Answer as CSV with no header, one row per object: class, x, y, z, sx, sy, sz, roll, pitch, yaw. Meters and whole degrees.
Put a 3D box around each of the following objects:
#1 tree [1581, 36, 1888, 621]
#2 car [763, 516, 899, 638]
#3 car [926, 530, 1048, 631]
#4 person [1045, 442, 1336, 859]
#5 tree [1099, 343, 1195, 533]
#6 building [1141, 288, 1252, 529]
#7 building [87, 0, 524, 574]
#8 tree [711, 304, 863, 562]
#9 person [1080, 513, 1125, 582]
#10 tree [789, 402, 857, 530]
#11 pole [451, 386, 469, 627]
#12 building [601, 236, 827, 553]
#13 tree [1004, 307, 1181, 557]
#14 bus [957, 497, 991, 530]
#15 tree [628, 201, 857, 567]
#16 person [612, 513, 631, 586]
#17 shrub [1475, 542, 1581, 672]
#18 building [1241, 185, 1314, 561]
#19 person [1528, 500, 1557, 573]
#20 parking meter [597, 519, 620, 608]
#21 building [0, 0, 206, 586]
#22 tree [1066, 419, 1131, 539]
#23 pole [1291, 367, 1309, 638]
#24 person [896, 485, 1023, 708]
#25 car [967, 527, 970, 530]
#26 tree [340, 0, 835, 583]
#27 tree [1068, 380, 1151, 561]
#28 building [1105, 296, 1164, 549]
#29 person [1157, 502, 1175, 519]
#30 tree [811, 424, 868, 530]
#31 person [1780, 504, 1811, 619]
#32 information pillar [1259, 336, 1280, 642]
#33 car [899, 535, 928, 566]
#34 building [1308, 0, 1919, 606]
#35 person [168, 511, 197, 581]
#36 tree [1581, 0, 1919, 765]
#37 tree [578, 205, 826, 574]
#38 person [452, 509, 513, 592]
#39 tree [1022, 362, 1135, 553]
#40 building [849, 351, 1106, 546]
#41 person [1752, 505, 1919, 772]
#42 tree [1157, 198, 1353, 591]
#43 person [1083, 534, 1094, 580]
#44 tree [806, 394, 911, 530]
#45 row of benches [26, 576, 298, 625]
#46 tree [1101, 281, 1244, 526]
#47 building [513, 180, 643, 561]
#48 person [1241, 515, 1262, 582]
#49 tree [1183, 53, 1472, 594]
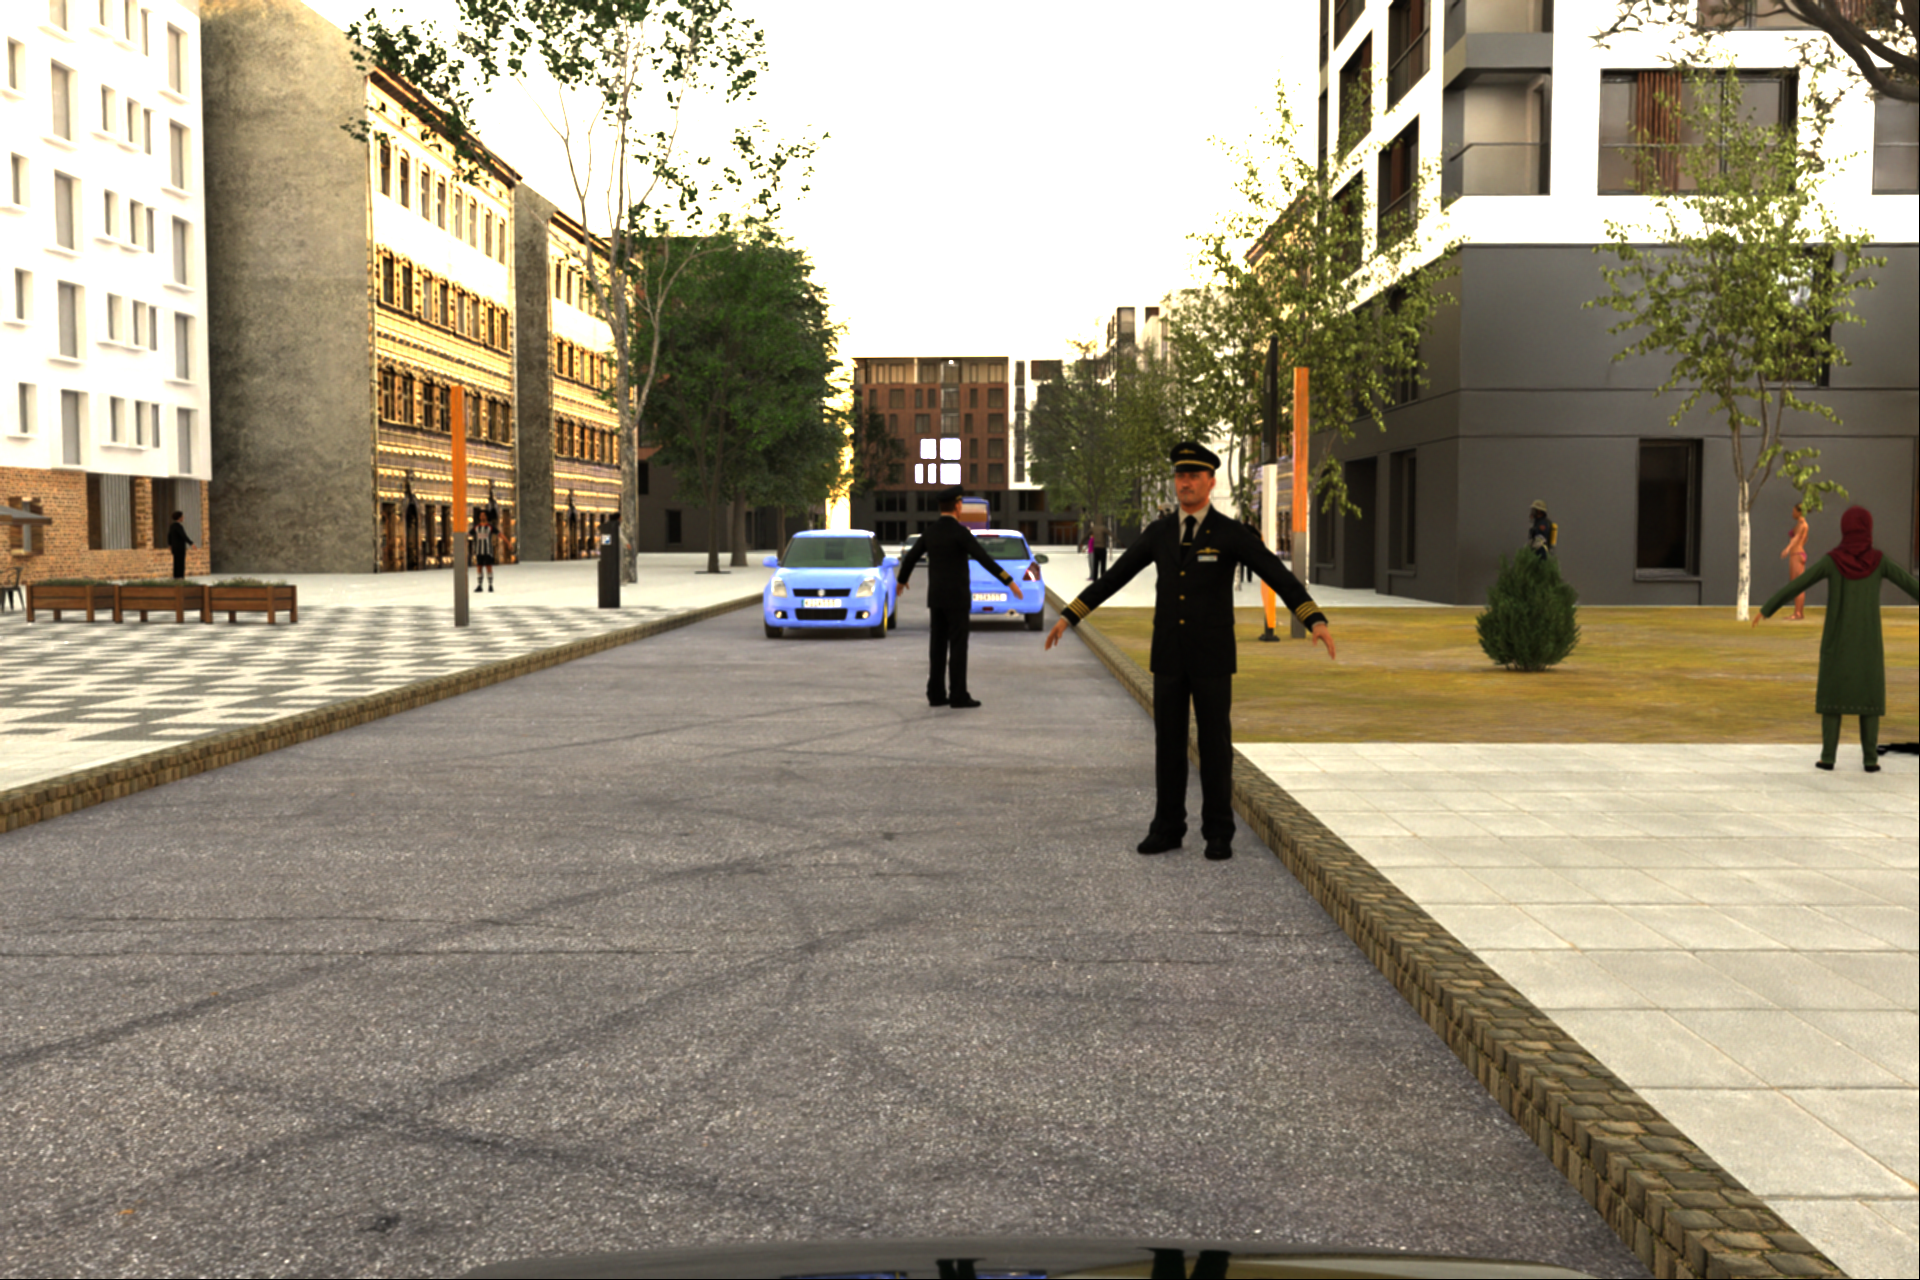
tree,11.443,-4.582,25.274,4.737,8.622,4.395,0,3,0
car,-1.824,-0.943,25.017,1.945,1.707,3.694,0,4,1
car,0.421,-1.063,26.970,1.945,1.707,3.694,0,4,0
person,1.034,0.039,7.756,1.347,1.837,0.705,2,4,27
tree,7.303,-7.194,67.991,4.737,8.622,4.395,0,3,0
building,23.635,-16.296,132.900,16.747,18.905,31.486,0,4,1
building,-28.083,-14.268,64.213,19.493,23.208,18.063,0,3,0
tree,-8.369,-9.978,81.267,7.486,12.596,7.792,0,3,0
person,3.601,-2.337,44.333,1.348,1.813,0.705,3,4,36
tree,-8.362,-8.805,94.320,4.360,8.622,3.978,0,3,0
pole,-6.911,-1.840,23.934,0.158,3.312,0.155,0,3,0
building,-26.072,-17.833,135.542,27.936,21.610,32.646,0,4,2
tree,7.426,-11.284,94.869,12.009,13.543,11.850,0,3,0
bus,0.653,-7.540,114.829,2.896,3.916,12.251,0,4,1
tree,-8.745,-9.887,68.301,9.857,13.997,8.962,0,3,0
person,-8.468,-2.246,42.906,0.705,1.806,1.347,-2,4,-30
shrub,5.323,-0.313,16.228,1.383,1.207,1.383,0,3,0
building,24.865,-15.545,85.093,19.493,23.208,18.063,0,4,1
person,9.864,-1.459,29.628,0.705,1.856,1.354,1,4,18
parking meter,-6.108,-1.328,30.117,0.372,1.533,0.369,0,3,0
building,-28.482,-11.256,40.461,16.016,20.090,11.380,0,4,1
tree,8.134,-9.474,105.256,4.737,8.622,4.395,0,3,0
pole,4.182,-1.681,21.325,0.158,3.312,0.155,0,3,0
person,-0.066,-0.366,14.380,1.347,1.837,0.705,3,5,40
car,-0.182,-5.150,92.879,2.281,1.827,5.304,0,4,1
tree,-9.438,-11.474,43.493,12.611,20.169,13.585,0,3,0
tree,7.236,-8.091,82.649,4.360,8.622,3.978,0,3,0
building,27.667,-19.646,165.184,27.936,21.610,32.646,0,4,1
person,3.686,-1.548,31.071,0.705,1.858,1.354,0,4,2
tree,-8.080,-9.664,108.371,4.737,8.622,4.395,0,3,0
person,12.557,-1.182,26.129,0.721,1.733,1.217,2,4,35
information pillar,3.712,-1.799,20.773,0.183,3.616,0.504,0,4,-1
car,-1.693,-4.023,77.786,2.014,1.417,4.499,0,4,1
building,22.986,-12.376,46.318,27.936,21.610,32.646,0,4,1
person,-17.950,-2.060,39.863,1.347,1.806,0.705,3,5,43
tree,5.869,-6.073,9.657,12.009,13.543,11.850,0,3,0
tree,-8.163,-7.981,56.244,9.928,11.665,9.643,0,3,0
person,-10.548,-1.971,38.377,1.345,1.843,0.704,0,4,0
tree,7.576,-12.012,114.525,7.486,12.596,7.792,0,3,0
building,4.327,-22.072,207.304,32.646,21.610,27.936,0,4,4
person,4.862,-0.014,9.439,0.989,1.438,0.599,2,4,24
tree,6.527,-5.419,38.961,4.737,8.622,4.395,0,3,0
person,3.600,-2.368,47.985,0.599,1.433,0.991,-1,4,-13
tree,-7.368,-11.115,116.140,8.767,10.594,7.601,0,4,4
row of benches,-11.655,-0.590,25.105,4.104,0.672,1.422,1,4,11
tree,6.401,-6.120,50.431,4.737,8.622,4.395,0,3,0
building,-27.979,-15.822,89.614,19.493,23.208,18.063,0,4,2
person,7.630,-2.455,46.365,1.346,1.802,0.704,-1,4,-8
tree,5.719,-4.707,27.316,4.737,8.622,4.395,0,3,0
